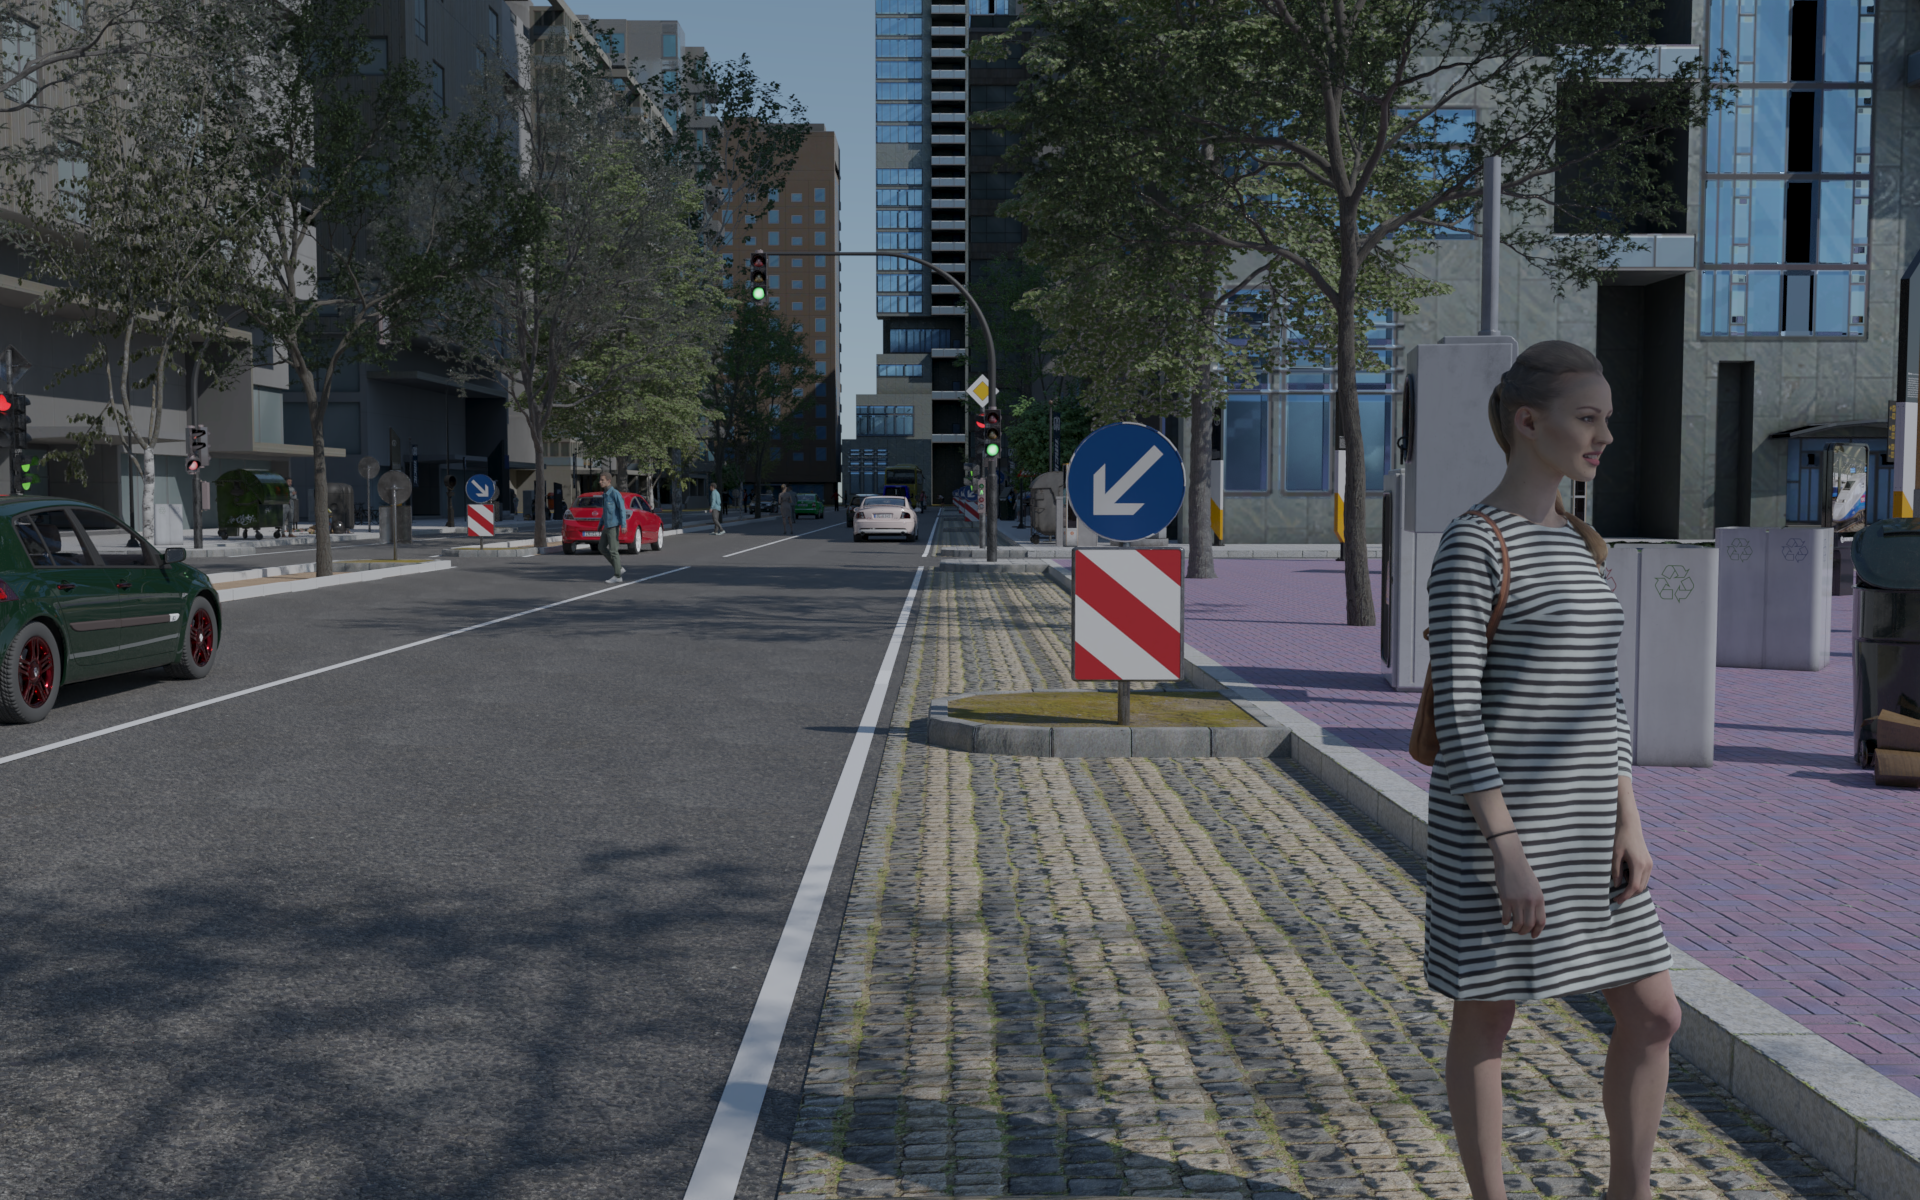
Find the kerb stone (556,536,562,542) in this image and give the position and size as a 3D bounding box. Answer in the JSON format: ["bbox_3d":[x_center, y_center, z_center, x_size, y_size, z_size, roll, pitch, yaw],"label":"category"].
[{"bbox_3d":[-12.154,-1.821,51.969,0.120,0.150,1.000,0,4,0],"label":"kerb stone"}]

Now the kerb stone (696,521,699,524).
[{"bbox_3d":[-12.400,-3.579,80.714,0.120,0.150,1.000,0,4,0],"label":"kerb stone"}]

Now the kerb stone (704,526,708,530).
[{"bbox_3d":[-10.191,-2.828,68.434,0.120,0.150,1.000,0,4,0],"label":"kerb stone"}]

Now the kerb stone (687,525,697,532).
[{"bbox_3d":[-10.169,-2.640,65.360,0.120,0.150,1.000,0,4,0],"label":"kerb stone"}]

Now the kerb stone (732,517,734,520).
[{"bbox_3d":[-12.508,-4.394,94.041,0.120,0.150,1.000,0,4,0],"label":"kerb stone"}]

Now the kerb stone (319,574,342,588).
[{"bbox_3d":[-9.846,-0.280,26.833,0.120,0.150,1.000,0,4,0],"label":"kerb stone"}]

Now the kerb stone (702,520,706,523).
[{"bbox_3d":[-12.411,-3.701,82.763,0.120,0.150,1.000,0,4,0],"label":"kerb stone"}]

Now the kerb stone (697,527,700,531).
[{"bbox_3d":[-10.179,-2.699,66.383,0.120,0.150,1.000,0,4,0],"label":"kerb stone"}]

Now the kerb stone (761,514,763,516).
[{"bbox_3d":[-12.628,-5.274,108.426,0.120,0.150,1.000,0,4,0],"label":"kerb stone"}]

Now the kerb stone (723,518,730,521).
[{"bbox_3d":[-12.492,-4.269,91.994,0.120,0.150,1.000,0,4,0],"label":"kerb stone"}]

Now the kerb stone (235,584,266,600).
[{"bbox_3d":[-9.820,-0.096,23.764,0.120,0.150,1.000,0,4,0],"label":"kerb stone"}]

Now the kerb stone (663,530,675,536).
[{"bbox_3d":[-10.134,-2.320,60.228,0.120,0.150,1.000,0,4,0],"label":"kerb stone"}]

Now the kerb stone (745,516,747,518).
[{"bbox_3d":[-12.560,-4.771,100.209,0.120,0.150,1.000,0,4,0],"label":"kerb stone"}]

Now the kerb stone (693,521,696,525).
[{"bbox_3d":[-12.382,-3.516,79.674,0.120,0.150,1.000,0,4,0],"label":"kerb stone"}]

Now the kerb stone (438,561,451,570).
[{"bbox_3d":[-9.899,-0.658,32.983,0.120,0.150,1.000,0,4,0],"label":"kerb stone"}]

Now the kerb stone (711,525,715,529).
[{"bbox_3d":[-10.211,-2.954,70.489,0.120,0.150,1.000,0,4,0],"label":"kerb stone"}]

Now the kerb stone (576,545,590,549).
[{"bbox_3d":[-10.006,-1.447,45.851,0.120,0.150,1.000,0,4,0],"label":"kerb stone"}]

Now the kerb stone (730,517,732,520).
[{"bbox_3d":[-12.492,-4.332,93.019,0.120,0.150,1.000,0,4,0],"label":"kerb stone"}]

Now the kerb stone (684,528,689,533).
[{"bbox_3d":[-10.148,-2.515,63.316,0.120,0.150,1.000,0,4,0],"label":"kerb stone"}]

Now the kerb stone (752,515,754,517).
[{"bbox_3d":[-12.582,-4.960,103.296,0.120,0.150,1.000,0,4,0],"label":"kerb stone"}]

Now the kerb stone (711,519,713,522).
[{"bbox_3d":[-12.440,-3.889,85.831,0.120,0.150,1.000,0,4,0],"label":"kerb stone"}]

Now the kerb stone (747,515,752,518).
[{"bbox_3d":[-12.574,-4.897,102.265,0.120,0.150,1.000,0,4,0],"label":"kerb stone"}]

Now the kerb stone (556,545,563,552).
[{"bbox_3d":[-9.981,-1.255,42.778,0.120,0.150,1.000,0,4,0],"label":"kerb stone"}]

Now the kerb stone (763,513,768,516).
[{"bbox_3d":[-12.648,-5.454,111.501,0.120,0.150,1.000,0,4,0],"label":"kerb stone"}]

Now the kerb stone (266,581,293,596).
[{"bbox_3d":[-9.830,-0.159,24.789,0.120,0.150,1.000,0,4,0],"label":"kerb stone"}]

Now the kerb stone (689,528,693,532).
[{"bbox_3d":[-10.160,-2.578,64.338,0.120,0.150,1.000,0,4,0],"label":"kerb stone"}]

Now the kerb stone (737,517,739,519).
[{"bbox_3d":[-12.529,-4.515,96.089,0.120,0.150,1.000,0,4,0],"label":"kerb stone"}]

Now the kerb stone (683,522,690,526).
[{"bbox_3d":[-12.367,-3.390,77.620,0.120,0.150,1.000,0,4,0],"label":"kerb stone"}]

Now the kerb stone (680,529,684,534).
[{"bbox_3d":[-10.144,-2.446,62.294,0.120,0.150,1.000,0,4,0],"label":"kerb stone"}]

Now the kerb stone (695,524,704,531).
[{"bbox_3d":[-10.188,-2.766,67.411,0.120,0.150,1.000,0,4,0],"label":"kerb stone"}]

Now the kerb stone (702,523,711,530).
[{"bbox_3d":[-10.201,-2.891,69.467,0.120,0.150,1.000,0,4,0],"label":"kerb stone"}]

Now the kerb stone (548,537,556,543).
[{"bbox_3d":[-12.145,-1.752,50.942,0.120,0.150,1.000,0,4,0],"label":"kerb stone"}]

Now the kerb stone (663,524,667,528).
[{"bbox_3d":[-12.315,-3.011,71.464,0.120,0.150,1.000,0,4,0],"label":"kerb stone"}]

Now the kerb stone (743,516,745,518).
[{"bbox_3d":[-12.547,-4.708,99.174,0.120,0.150,1.000,0,4,0],"label":"kerb stone"}]

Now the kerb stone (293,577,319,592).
[{"bbox_3d":[-9.835,-0.214,25.811,0.120,0.150,1.000,0,4,0],"label":"kerb stone"}]

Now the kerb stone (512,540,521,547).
[{"bbox_3d":[-12.116,-1.507,46.850,0.120,0.150,1.000,0,4,0],"label":"kerb stone"}]

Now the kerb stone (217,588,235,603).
[{"bbox_3d":[-9.816,-0.033,22.739,0.120,0.150,1.000,0,4,0],"label":"kerb stone"}]

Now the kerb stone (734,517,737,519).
[{"bbox_3d":[-12.509,-4.457,95.063,0.120,0.150,1.000,0,4,0],"label":"kerb stone"}]

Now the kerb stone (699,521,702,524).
[{"bbox_3d":[-12.409,-3.633,81.741,0.120,0.150,1.000,0,4,0],"label":"kerb stone"}]

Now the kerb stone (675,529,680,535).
[{"bbox_3d":[-10.136,-2.388,61.269,0.120,0.150,1.000,0,4,0],"label":"kerb stone"}]

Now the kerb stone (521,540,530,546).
[{"bbox_3d":[-12.125,-1.570,47.872,0.120,0.150,1.000,0,4,0],"label":"kerb stone"}]

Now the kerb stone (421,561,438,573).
[{"bbox_3d":[-9.896,-0.589,31.961,0.120,0.150,1.000,0,4,0],"label":"kerb stone"}]

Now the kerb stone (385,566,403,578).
[{"bbox_3d":[-9.878,-0.469,29.906,0.120,0.150,1.000,0,4,0],"label":"kerb stone"}]

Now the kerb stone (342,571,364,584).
[{"bbox_3d":[-9.856,-0.346,27.855,0.120,0.150,1.000,0,4,0],"label":"kerb stone"}]

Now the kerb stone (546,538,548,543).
[{"bbox_3d":[-12.137,-1.696,49.920,0.120,0.150,1.000,0,4,0],"label":"kerb stone"}]

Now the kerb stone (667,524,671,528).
[{"bbox_3d":[-12.334,-3.070,72.486,0.120,0.150,1.000,0,4,0],"label":"kerb stone"}]

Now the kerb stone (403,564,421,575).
[{"bbox_3d":[-9.882,-0.532,30.931,0.120,0.150,1.000,0,4,0],"label":"kerb stone"}]

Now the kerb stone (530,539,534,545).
[{"bbox_3d":[-12.124,-1.629,48.898,0.120,0.150,1.000,0,4,0],"label":"kerb stone"}]

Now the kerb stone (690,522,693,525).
[{"bbox_3d":[-12.380,-3.449,78.652,0.120,0.150,1.000,0,4,0],"label":"kerb stone"}]

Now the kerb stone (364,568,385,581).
[{"bbox_3d":[-9.859,-0.409,28.877,0.120,0.150,1.000,0,4,0],"label":"kerb stone"}]

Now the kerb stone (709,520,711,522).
[{"bbox_3d":[-12.426,-3.825,84.809,0.120,0.150,1.000,0,4,0],"label":"kerb stone"}]

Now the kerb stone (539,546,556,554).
[{"bbox_3d":[-9.973,-1.196,41.754,0.120,0.150,1.000,0,4,0],"label":"kerb stone"}]

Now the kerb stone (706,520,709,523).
[{"bbox_3d":[-12.418,-3.767,83.786,0.120,0.150,1.000,0,4,0],"label":"kerb stone"}]
